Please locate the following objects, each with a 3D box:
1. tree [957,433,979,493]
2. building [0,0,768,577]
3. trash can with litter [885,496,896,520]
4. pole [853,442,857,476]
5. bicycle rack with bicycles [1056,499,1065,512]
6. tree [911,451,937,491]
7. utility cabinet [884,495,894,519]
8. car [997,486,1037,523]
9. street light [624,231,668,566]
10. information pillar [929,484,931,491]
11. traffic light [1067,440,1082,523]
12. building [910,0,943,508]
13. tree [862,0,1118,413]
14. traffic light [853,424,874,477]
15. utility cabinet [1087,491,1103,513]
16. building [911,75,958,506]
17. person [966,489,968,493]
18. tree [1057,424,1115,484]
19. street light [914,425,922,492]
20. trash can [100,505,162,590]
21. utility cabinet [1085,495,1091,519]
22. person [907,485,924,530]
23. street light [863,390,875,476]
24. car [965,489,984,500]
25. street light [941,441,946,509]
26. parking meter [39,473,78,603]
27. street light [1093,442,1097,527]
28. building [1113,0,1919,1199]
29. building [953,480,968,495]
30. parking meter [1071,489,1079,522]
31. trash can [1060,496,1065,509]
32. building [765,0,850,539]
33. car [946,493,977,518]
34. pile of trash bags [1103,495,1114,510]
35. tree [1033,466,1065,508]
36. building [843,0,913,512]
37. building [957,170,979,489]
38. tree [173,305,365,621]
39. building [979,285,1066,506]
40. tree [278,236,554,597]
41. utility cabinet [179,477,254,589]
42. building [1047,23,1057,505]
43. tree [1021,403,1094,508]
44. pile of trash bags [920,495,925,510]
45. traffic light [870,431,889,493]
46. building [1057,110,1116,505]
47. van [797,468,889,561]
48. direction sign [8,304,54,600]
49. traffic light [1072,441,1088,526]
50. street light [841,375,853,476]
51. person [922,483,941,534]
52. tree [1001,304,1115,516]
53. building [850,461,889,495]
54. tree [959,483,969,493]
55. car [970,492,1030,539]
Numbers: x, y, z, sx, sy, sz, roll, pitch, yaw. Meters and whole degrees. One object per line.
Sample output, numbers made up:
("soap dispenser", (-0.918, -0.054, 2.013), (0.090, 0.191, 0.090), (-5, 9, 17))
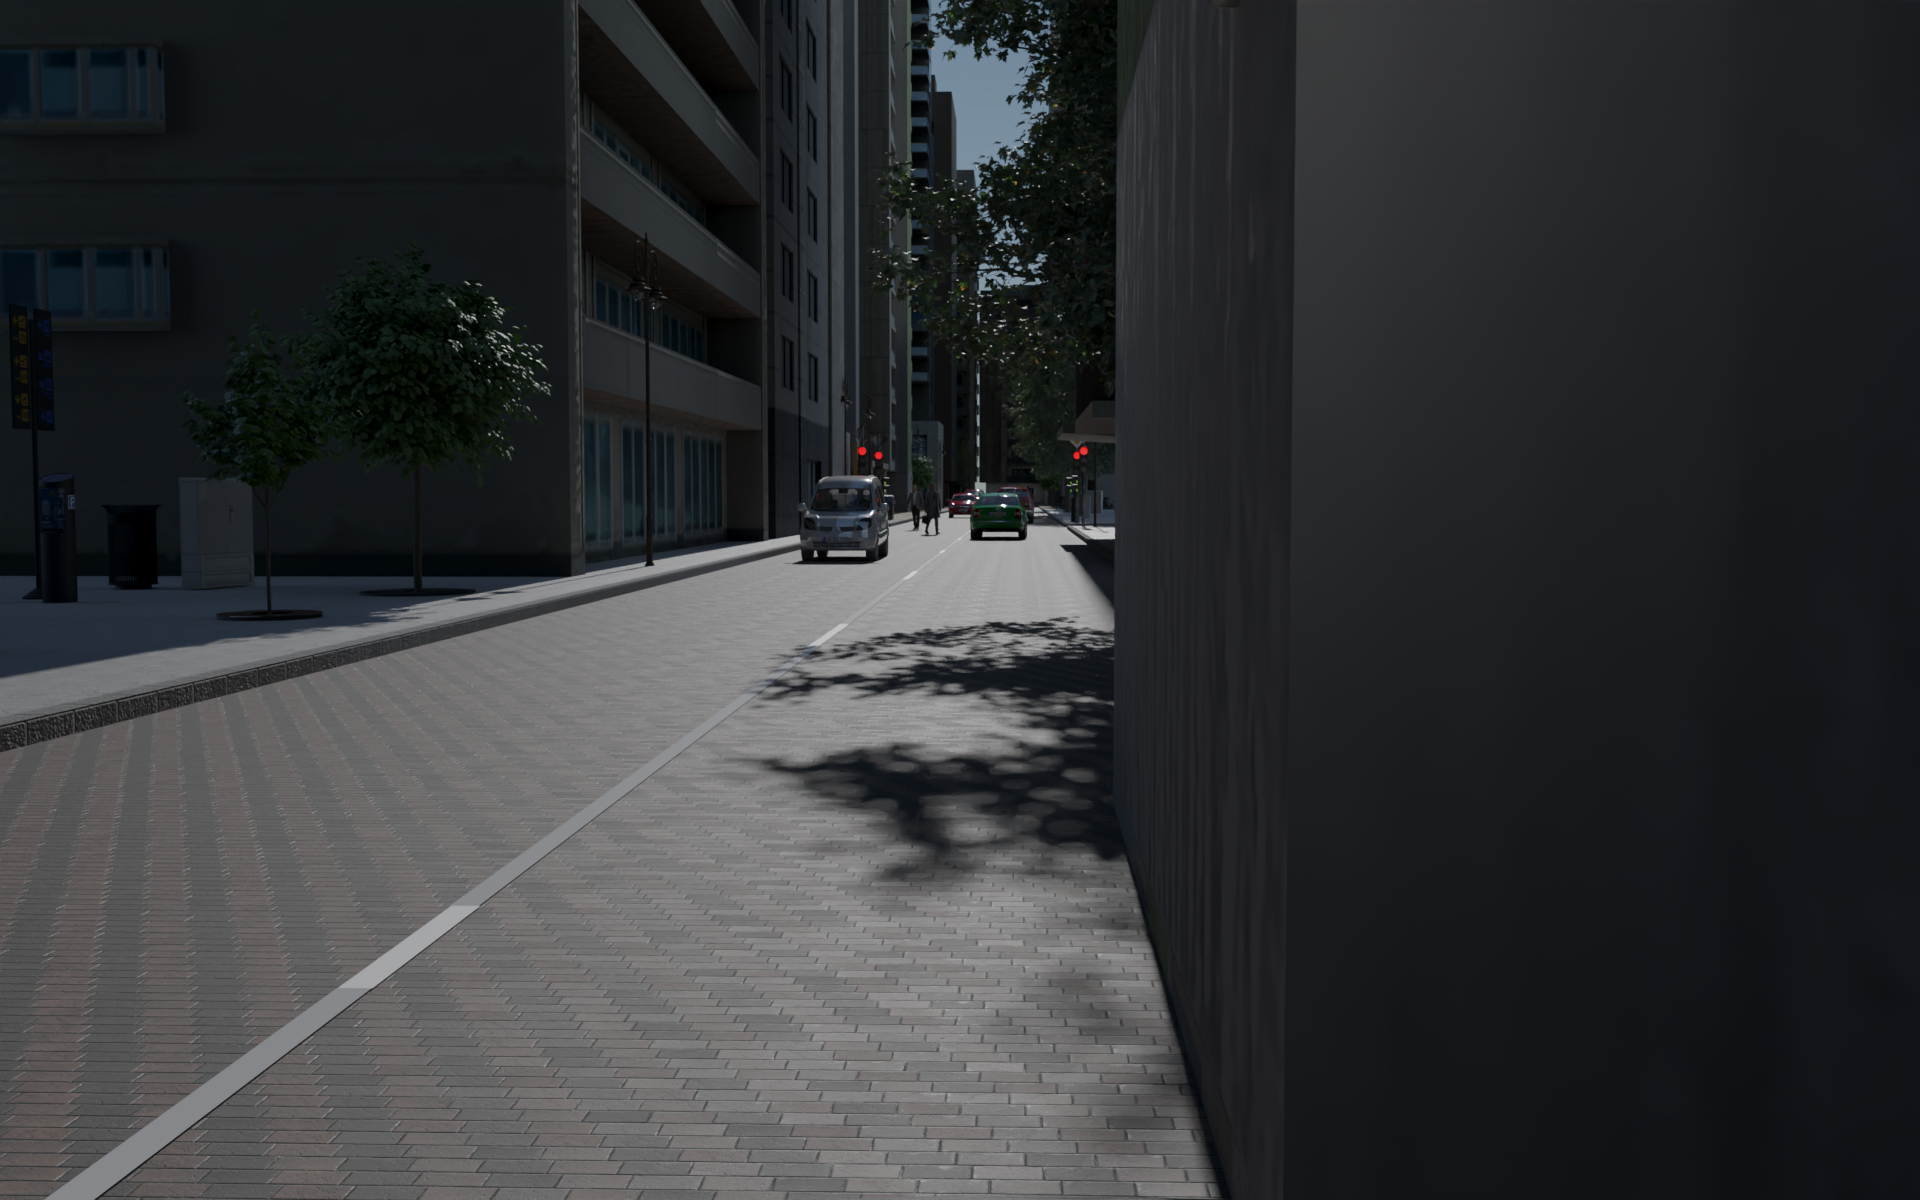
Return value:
("tree", (0.185, -15.320, 200.837), (4.737, 8.622, 4.395), (0, 3, 0))
("building", (-16.288, -25.226, 36.143), (21.300, 48.544, 21.600), (0, 4, 2))
("trash can with litter", (-3.524, -4.524, 85.347), (0.624, 1.170, 1.055), (0, 4, 4))
("pole", (-4.067, -4.497, 67.369), (0.158, 3.312, 0.155), (0, 3, 0))
("bicycle rack with bicycles", (8.211, -6.870, 125.710), (2.852, 0.926, 2.925), (-2, 4, -24))
("tree", (-3.424, -9.001, 130.884), (4.285, 4.588, 4.351), (0, 3, 0))
("utility cabinet", (-3.860, -4.669, 87.504), (1.020, 1.237, 0.306), (-2, 4, -24))
("car", (2.692, -4.757, 86.458), (2.281, 1.827, 5.304), (0, 4, 3))
("street light", (-5.546, -3.547, 30.780), (0.468, 5.910, 1.993), (0, 4, 2))
("information pillar", (-1.955, -7.130, 121.065), (0.304, 2.012, 0.304), (1, 4, 13))
("traffic light", (5.142, -5.357, 76.503), (0.839, 4.253, 0.868), (0, 4, 2))
("building", (-12.538, -52.190, 165.970), (22.319, 86.520, 31.000), (0, 4, 2))
("tree", (3.943, -6.499, 23.273), (9.611, 12.733, 9.660), (0, 3, 0))
("traffic light", (-3.841, -4.886, 68.808), (0.839, 4.253, 0.868), (0, 4, 2))
("utility cabinet", (8.782, -6.432, 113.838), (1.173, 1.500, 0.318), (2, 4, 28))
("building", (-7.523, -32.998, 189.626), (14.600, 45.320, 14.200), (0, 4, 2))
("person", (0.545, -6.993, 123.241), (0.834, 1.777, 0.661), (-1, 4, -18))
("tree", (8.358, -10.916, 128.846), (4.737, 8.622, 4.395), (0, 3, 0))
("street light", (-2.770, -8.620, 113.730), (0.468, 5.910, 1.993), (0, 4, 2))
("trash can", (-11.181, -0.719, 23.401), (0.748, 1.137, 0.748), (0, 3, 0))
("utility cabinet", (6.730, -4.902, 91.314), (0.306, 1.237, 1.020), (0, 4, 7))
("person", (-1.786, -3.693, 69.276), (0.661, 1.777, 0.834), (0, 4, 1))
("street light", (-4.031, -6.377, 77.048), (0.468, 5.910, 1.993), (0, 4, 2))
("car", (1.148, -7.923, 138.209), (2.281, 1.827, 5.304), (0, 4, 0))
("street light", (-1.444, -10.855, 150.272), (0.468, 5.910, 1.993), (0, 4, 2))
("parking meter", (-10.657, -0.738, 20.470), (0.372, 1.533, 0.369), (0, 3, 0))
("street light", (5.292, -5.803, 67.674), (0.468, 5.910, 1.993), (0, 4, 2))
("building", (7.779, -19.852, 8.178), (14.154, 41.232, 14.086), (0, 4, 2))
("building", (-13.727, -34.374, 216.646), (28.867, 44.769, 22.147), (0, 4, 2))
("parking meter", (5.254, -4.316, 78.983), (0.372, 1.533, 0.369), (0, 3, 0))
("trash can", (8.613, -8.104, 144.156), (0.748, 1.137, 0.748), (0, 3, 0))
("building", (-15.079, -37.901, 57.940), (20.611, 71.187, 20.563), (0, 4, 2))
("car", (0.243, -5.858, 104.811), (2.155, 1.783, 4.494), (0, 4, 2))
("pile of trash bags", (12.946, -8.284, 145.190), (1.912, 1.369, 3.447), (1, 4, 20))
("tree", (8.243, -10.498, 155.356), (4.285, 4.588, 4.351), (0, 3, 0))
("building", (-10.792, -26.730, 120.622), (14.154, 41.232, 14.086), (0, 4, 2))
("building", (-8.242, -38.064, 246.052), (21.600, 48.544, 21.300), (0, 4, 2))
("tree", (-7.299, -1.425, 17.900), (1.663, 3.219, 1.824), (0, 3, 0))
("building", (9.646, -28.776, 242.183), (14.107, 30.474, 14.160), (0, 4, 2))
("tree", (-6.935, -2.352, 22.171), (4.285, 4.588, 4.351), (0, 3, 0))
("utility cabinet", (-10.100, -0.912, 23.585), (0.318, 1.500, 1.173), (1, 4, 12))
("building", (21.311, -40.996, 212.289), (21.231, 58.520, 28.212), (0, 4, 2))
("tree", (8.348, -14.052, 147.871), (7.486, 12.596, 7.792), (0, 3, 0))
("pile of trash bags", (-3.356, -7.851, 138.109), (1.912, 1.369, 3.447), (2, 4, 30))
("traffic light", (-3.564, -5.374, 76.788), (0.839, 4.253, 0.868), (0, 4, 2))
("building", (23.929, -35.475, 169.249), (28.713, 52.752, 27.495), (0, 4, 2))
("van", (-2.533, -1.927, 38.511), (2.013, 2.044, 4.112), (0, 4, 2))
("direction sign", (-11.277, -1.781, 21.109), (0.379, 3.537, 0.876), (0, 4, 1))
("traffic light", (4.865, -4.869, 68.523), (0.839, 4.253, 0.868), (0, 4, 2))
("street light", (-4.434, -5.762, 66.995), (0.468, 5.910, 1.993), (0, 4, 2))
("person", (-0.971, -3.243, 61.630), (0.694, 1.812, 0.767), (-2, 4, -27))
("tree", (7.587, -13.043, 119.914), (9.857, 13.997, 8.962), (0, 3, 0))
("building", (-20.407, -24.593, 93.980), (32.217, 40.220, 23.993), (0, 4, 2))
("tree", (0.372, -14.367, 229.494), (1.663, 3.219, 1.824), (0, 3, 0))
("car", (1.300, -2.925, 56.616), (1.959, 1.807, 4.718), (0, 4, 3))
